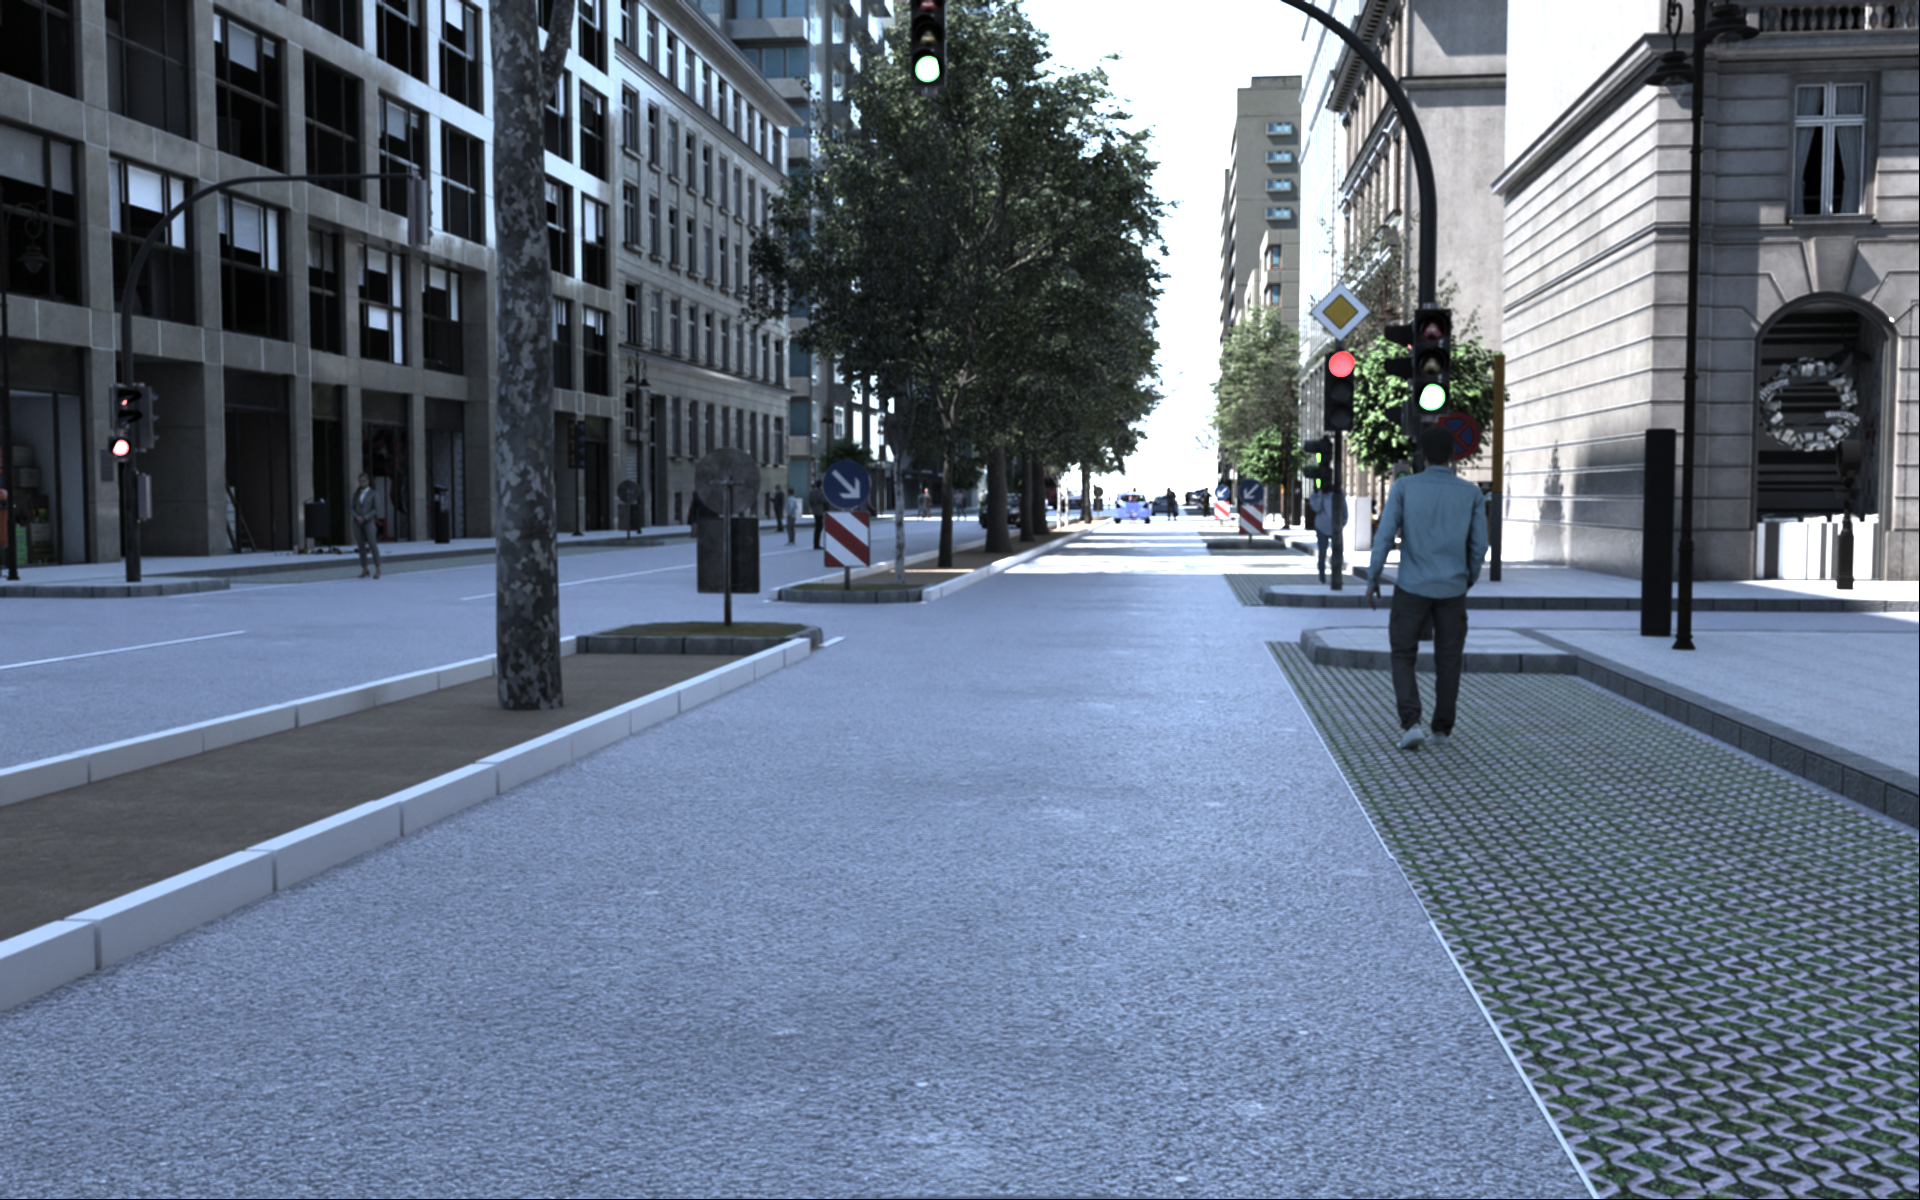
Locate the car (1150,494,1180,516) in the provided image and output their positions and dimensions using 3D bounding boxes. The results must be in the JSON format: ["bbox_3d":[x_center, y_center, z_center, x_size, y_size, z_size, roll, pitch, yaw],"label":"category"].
[{"bbox_3d":[13.456,-6.227,113.822,2.014,1.417,4.499,0,4,6],"label":"car"}]

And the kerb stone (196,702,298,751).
[{"bbox_3d":[-4.174,0.744,10.068,0.120,0.150,1.000,0,4,7],"label":"kerb stone"}]

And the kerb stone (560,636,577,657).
[{"bbox_3d":[-3.528,0.433,15.157,0.120,0.150,1.000,0,4,7],"label":"kerb stone"}]

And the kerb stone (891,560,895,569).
[{"bbox_3d":[-1.332,-0.659,32.982,0.120,0.150,1.000,0,4,7],"label":"kerb stone"}]

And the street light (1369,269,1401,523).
[{"bbox_3d":[8.737,-3.849,35.719,0.468,5.910,1.993,0,4,7],"label":"street light"}]

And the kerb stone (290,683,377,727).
[{"bbox_3d":[-4.036,0.680,11.081,0.120,0.150,1.000,0,4,7],"label":"kerb stone"}]

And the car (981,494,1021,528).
[{"bbox_3d":[1.963,-3.920,73.876,2.009,1.686,4.222,1,4,9],"label":"car"}]

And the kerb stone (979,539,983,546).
[{"bbox_3d":[0.438,-1.525,47.223,0.120,0.150,1.000,0,4,7],"label":"kerb stone"}]

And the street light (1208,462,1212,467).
[{"bbox_3d":[28.567,-13.630,195.645,0.468,5.910,1.993,0,4,7],"label":"street light"}]

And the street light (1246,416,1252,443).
[{"bbox_3d":[15.999,-7.500,95.420,0.468,5.910,1.993,0,4,7],"label":"street light"}]

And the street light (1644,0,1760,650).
[{"bbox_3d":[5.993,-2.531,14.165,0.468,5.910,1.993,0,4,7],"label":"street light"}]

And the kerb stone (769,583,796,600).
[{"bbox_3d":[-2.456,-0.094,23.818,0.120,0.150,1.000,0,4,7],"label":"kerb stone"}]

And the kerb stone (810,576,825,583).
[{"bbox_3d":[-2.213,-0.224,25.858,0.120,0.150,1.000,0,4,7],"label":"kerb stone"}]

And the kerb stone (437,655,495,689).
[{"bbox_3d":[-3.792,0.560,13.117,0.120,0.150,1.000,0,4,7],"label":"kerb stone"}]

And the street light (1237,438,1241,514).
[{"bbox_3d":[18.255,-8.603,113.441,0.468,5.910,1.993,0,4,7],"label":"street light"}]

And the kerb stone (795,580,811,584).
[{"bbox_3d":[-2.335,-0.162,24.838,0.120,0.150,1.000,0,4,7],"label":"kerb stone"}]

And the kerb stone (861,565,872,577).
[{"bbox_3d":[-1.709,-0.473,29.925,0.120,0.150,1.000,0,4,7],"label":"kerb stone"}]

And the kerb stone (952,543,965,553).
[{"bbox_3d":[-0.066,-1.279,43.152,0.120,0.150,1.000,0,4,7],"label":"kerb stone"}]

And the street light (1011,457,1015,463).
[{"bbox_3d":[5.673,-12.988,185.144,0.468,5.910,1.993,0,4,7],"label":"street light"}]

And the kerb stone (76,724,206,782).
[{"bbox_3d":[-4.291,0.804,9.051,0.120,0.150,1.000,0,4,7],"label":"kerb stone"}]

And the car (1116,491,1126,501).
[{"bbox_3d":[22.212,-13.808,234.439,2.281,1.827,5.304,0,4,6],"label":"car"}]

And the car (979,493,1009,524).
[{"bbox_3d":[1.976,-4.590,83.847,1.959,1.807,4.718,0,4,7],"label":"car"}]

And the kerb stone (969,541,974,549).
[{"bbox_3d":[0.190,-1.403,45.190,0.120,0.150,1.000,0,4,7],"label":"kerb stone"}]

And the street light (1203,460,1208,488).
[{"bbox_3d":[32.243,-15.479,225.867,0.468,5.910,1.993,0,4,7],"label":"street light"}]

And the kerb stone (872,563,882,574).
[{"bbox_3d":[-1.584,-0.534,30.946,0.120,0.150,1.000,0,4,7],"label":"kerb stone"}]

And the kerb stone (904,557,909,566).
[{"bbox_3d":[-1.197,-0.718,34.007,0.120,0.150,1.000,0,4,7],"label":"kerb stone"}]

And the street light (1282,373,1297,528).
[{"bbox_3d":[12.427,-5.664,65.402,0.468,5.910,1.993,0,4,7],"label":"street light"}]

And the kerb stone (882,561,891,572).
[{"bbox_3d":[-1.460,-0.597,31.961,0.120,0.150,1.000,0,4,7],"label":"kerb stone"}]

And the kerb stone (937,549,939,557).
[{"bbox_3d":[-0.575,-1.033,39.094,0.120,0.150,1.000,0,4,7],"label":"kerb stone"}]

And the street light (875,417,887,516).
[{"bbox_3d":[-4.638,-7.899,101.936,0.468,5.910,1.993,0,4,7],"label":"street light"}]

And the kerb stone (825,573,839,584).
[{"bbox_3d":[-2.076,-0.286,26.873,0.120,0.150,1.000,0,4,7],"label":"kerb stone"}]

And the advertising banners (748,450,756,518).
[{"bbox_3d":[-8.449,-4.533,70.301,0.090,3.025,2.074,0,4,1],"label":"advertising banners"}]

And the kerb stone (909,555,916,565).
[{"bbox_3d":[-1.074,-0.784,35.026,0.120,0.150,1.000,0,4,7],"label":"kerb stone"}]

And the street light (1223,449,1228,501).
[{"bbox_3d":[22.025,-10.432,143.350,0.468,5.910,1.993,0,4,7],"label":"street light"}]

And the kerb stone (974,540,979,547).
[{"bbox_3d":[0.315,-1.465,46.209,0.120,0.150,1.000,0,4,7],"label":"kerb stone"}]

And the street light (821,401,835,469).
[{"bbox_3d":[-6.547,-6.918,85.899,0.468,5.910,1.993,0,4,7],"label":"street light"}]

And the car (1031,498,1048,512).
[{"bbox_3d":[6.045,-7.882,138.464,1.945,1.707,3.694,1,4,9],"label":"car"}]

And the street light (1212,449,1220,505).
[{"bbox_3d":[25.717,-12.247,173.033,0.468,5.910,1.993,0,4,7],"label":"street light"}]

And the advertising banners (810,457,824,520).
[{"bbox_3d":[-6.784,-5.343,83.545,0.090,3.025,2.074,1,4,19],"label":"advertising banners"}]

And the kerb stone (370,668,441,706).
[{"bbox_3d":[-3.915,0.618,12.098,0.120,0.150,1.000,0,4,7],"label":"kerb stone"}]

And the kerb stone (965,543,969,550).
[{"bbox_3d":[0.056,-1.340,44.177,0.120,0.150,1.000,0,4,7],"label":"kerb stone"}]

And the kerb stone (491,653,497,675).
[{"bbox_3d":[-3.661,0.495,14.143,0.120,0.150,1.000,0,4,7],"label":"kerb stone"}]

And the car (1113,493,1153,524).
[{"bbox_3d":[8.462,-4.599,84.785,1.945,1.707,3.694,0,4,7],"label":"car"}]

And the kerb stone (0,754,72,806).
[{"bbox_3d":[-4.412,0.866,8.031,0.120,0.150,1.000,0,4,7],"label":"kerb stone"}]

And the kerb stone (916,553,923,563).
[{"bbox_3d":[-0.948,-0.843,36.040,0.120,0.150,1.000,0,4,7],"label":"kerb stone"}]

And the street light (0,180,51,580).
[{"bbox_3d":[-14.135,-3.235,25.678,0.468,5.910,1.993,0,4,7],"label":"street light"}]

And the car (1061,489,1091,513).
[{"bbox_3d":[9.110,-7.746,135.318,2.281,1.827,5.304,1,4,9],"label":"car"}]

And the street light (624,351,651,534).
[{"bbox_3d":[-10.391,-5.085,55.921,0.468,5.910,1.993,0,4,7],"label":"street light"}]

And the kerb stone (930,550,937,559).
[{"bbox_3d":[-0.693,-0.971,38.078,0.120,0.150,1.000,0,4,7],"label":"kerb stone"}]

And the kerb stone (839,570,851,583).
[{"bbox_3d":[-1.956,-0.348,27.890,0.120,0.150,1.000,0,4,7],"label":"kerb stone"}]

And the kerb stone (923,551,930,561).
[{"bbox_3d":[-0.820,-0.909,37.064,0.120,0.150,1.000,0,4,7],"label":"kerb stone"}]

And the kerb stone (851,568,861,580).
[{"bbox_3d":[-1.838,-0.410,28.905,0.120,0.150,1.000,0,4,7],"label":"kerb stone"}]
